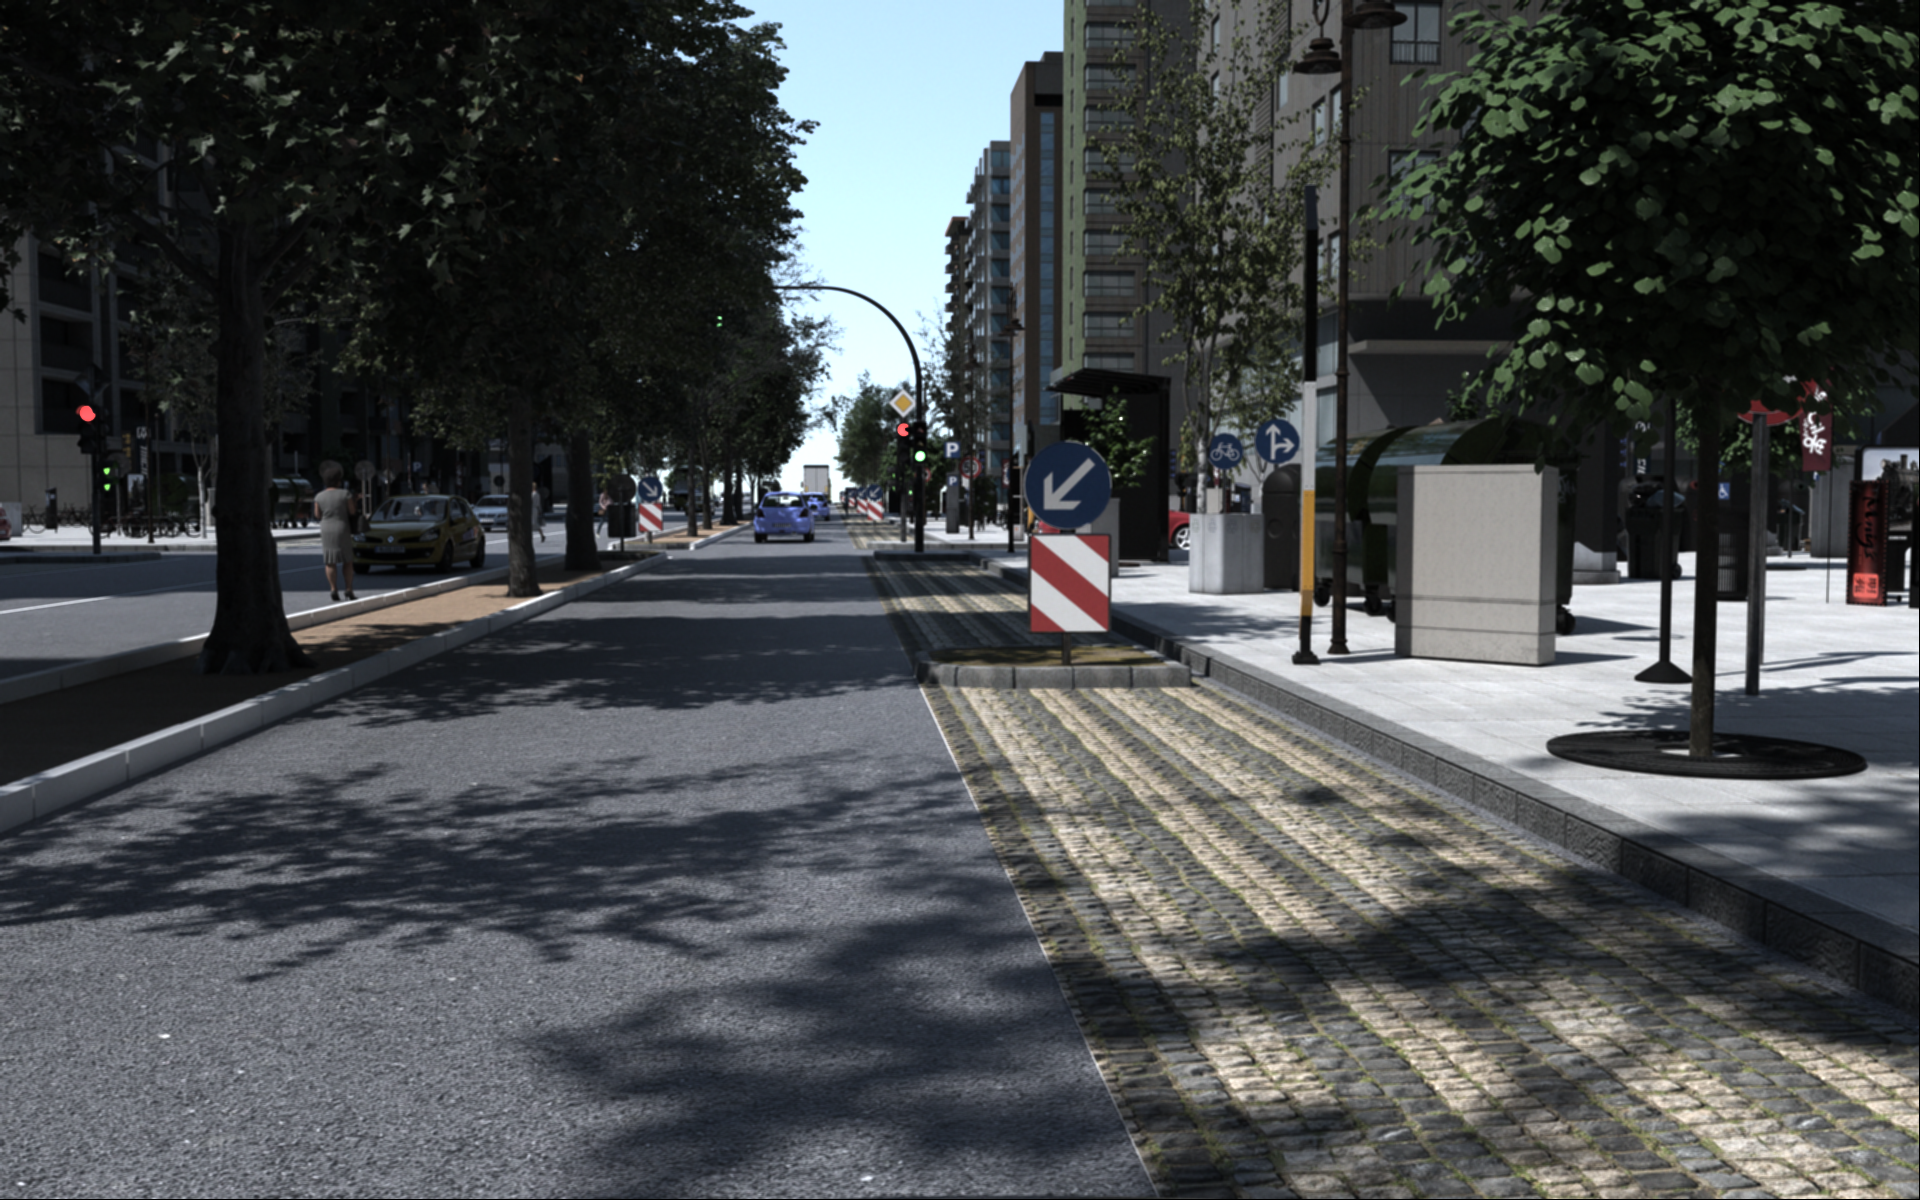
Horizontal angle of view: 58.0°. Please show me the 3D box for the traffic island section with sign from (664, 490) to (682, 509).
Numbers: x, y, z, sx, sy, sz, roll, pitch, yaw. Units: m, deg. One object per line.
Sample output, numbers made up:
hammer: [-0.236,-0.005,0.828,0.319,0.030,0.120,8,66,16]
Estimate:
traffic island section with sign: [-28.547,-9.966,171.576,1.989,1.847,2.006,0,4,-4]

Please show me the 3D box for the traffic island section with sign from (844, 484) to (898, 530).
traffic island section with sign: [-3.506,-3.674,68.704,1.989,1.847,2.006,0,4,-4]

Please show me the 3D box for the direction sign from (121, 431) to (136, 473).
direction sign: [-29.541,-4.284,62.033,0.876,3.537,0.379,0,4,0]

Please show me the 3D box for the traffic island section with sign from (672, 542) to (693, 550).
traffic island section with sign: [-8.043,-2.279,45.393,2.006,1.907,1.989,0,4,-4]

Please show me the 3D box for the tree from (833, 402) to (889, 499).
tree: [-12.277,-18.086,213.840,7.486,12.596,7.792,0,3,0]

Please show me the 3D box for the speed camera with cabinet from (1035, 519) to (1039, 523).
speed camera with cabinet: [3.984,-4.994,75.982,0.660,3.252,2.038,-3,5,-40]

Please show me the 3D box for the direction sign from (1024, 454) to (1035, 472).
direction sign: [3.933,-6.487,98.062,0.379,3.537,0.876,3,5,45]

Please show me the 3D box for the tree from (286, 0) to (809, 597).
tree: [-5.945,-6.283,23.320,7.486,12.596,7.792,0,3,0]

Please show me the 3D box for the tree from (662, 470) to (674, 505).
tree: [-33.905,-13.695,207.624,4.285,4.588,4.351,0,3,0]

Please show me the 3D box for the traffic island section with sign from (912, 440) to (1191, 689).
traffic island section with sign: [0.639,-0.304,13.601,1.989,1.847,2.006,0,4,-4]

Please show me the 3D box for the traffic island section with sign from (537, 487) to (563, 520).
traffic island section with sign: [-22.773,-5.260,94.636,1.989,1.847,2.006,0,4,-4]

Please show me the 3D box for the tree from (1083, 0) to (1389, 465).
tree: [3.638,-4.527,24.386,4.737,8.622,4.395,0,3,0]

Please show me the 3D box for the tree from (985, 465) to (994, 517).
tree: [1.183,-6.286,97.377,1.663,3.219,1.824,0,3,0]

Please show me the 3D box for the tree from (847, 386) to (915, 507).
tree: [-7.291,-14.706,166.200,9.928,11.665,9.643,0,3,0]

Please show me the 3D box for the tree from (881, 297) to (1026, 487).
tree: [0.017,-6.984,64.544,4.360,8.622,3.978,0,3,0]

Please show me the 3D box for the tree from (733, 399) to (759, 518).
tree: [-11.625,-8.188,86.695,4.737,8.622,4.395,0,3,0]

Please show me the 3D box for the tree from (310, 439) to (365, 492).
tree: [-36.666,-7.271,102.590,4.285,4.588,4.351,0,3,0]

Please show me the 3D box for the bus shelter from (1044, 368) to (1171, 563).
bus shelter: [2.932,-2.696,35.365,1.731,3.624,6.357,0,4,-4]

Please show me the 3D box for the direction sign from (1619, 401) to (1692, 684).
direction sign: [4.831,-1.210,11.775,0.379,3.537,0.876,3,5,43]

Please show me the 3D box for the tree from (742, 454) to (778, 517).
tree: [-12.829,-9.423,106.887,4.360,8.622,3.978,0,3,0]

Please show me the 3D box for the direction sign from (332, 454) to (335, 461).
direction sign: [-35.722,-6.536,98.857,0.379,3.537,0.876,-2,4,-27]

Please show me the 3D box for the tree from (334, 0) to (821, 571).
tree: [-7.061,-7.514,31.973,9.857,13.997,8.962,0,3,0]

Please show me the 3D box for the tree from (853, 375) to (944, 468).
tree: [-4.903,-12.272,135.054,7.601,10.594,8.767,1,4,15]

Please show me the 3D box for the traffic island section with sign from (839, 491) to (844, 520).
traffic island section with sign: [-5.521,-5.325,95.688,1.989,1.847,2.006,0,4,-4]

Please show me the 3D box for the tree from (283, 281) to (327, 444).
tree: [-22.586,-6.446,55.752,4.360,8.622,3.978,0,3,0]

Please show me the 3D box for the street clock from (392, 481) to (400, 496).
street clock: [-32.188,-5.766,98.847,0.471,2.002,0.358,3,5,40]

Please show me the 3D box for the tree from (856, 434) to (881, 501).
tree: [-8.432,-13.836,176.574,4.360,8.622,3.978,0,3,0]

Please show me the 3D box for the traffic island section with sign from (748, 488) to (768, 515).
traffic island section with sign: [-13.681,-6.861,120.321,2.006,1.907,1.989,0,4,-4]

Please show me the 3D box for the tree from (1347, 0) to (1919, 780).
tree: [3.564,-1.509,8.394,4.285,4.588,4.351,0,3,0]

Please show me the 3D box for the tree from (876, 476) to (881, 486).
tree: [-6.757,-9.884,156.199,1.663,3.219,1.824,0,3,0]

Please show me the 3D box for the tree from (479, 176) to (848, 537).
tree: [-8.934,-8.833,57.245,12.009,13.543,11.850,0,3,0]

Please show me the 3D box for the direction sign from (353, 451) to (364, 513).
direction sign: [-31.336,-6.017,90.370,0.876,3.537,0.379,2,4,35]

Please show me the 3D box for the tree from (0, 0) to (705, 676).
tree: [-5.767,-5.756,13.583,9.611,12.733,9.660,0,3,0]

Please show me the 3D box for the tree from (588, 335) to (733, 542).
tree: [-8.811,-5.848,48.438,4.737,8.622,4.395,0,3,0]

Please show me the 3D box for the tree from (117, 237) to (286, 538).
tree: [-21.828,-6.075,49.681,4.360,8.622,3.978,0,3,0]

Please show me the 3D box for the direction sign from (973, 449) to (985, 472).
direction sign: [0.848,-5.815,87.074,0.876,3.537,0.379,2,4,23]

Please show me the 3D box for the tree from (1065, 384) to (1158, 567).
tree: [2.776,-2.201,30.592,1.663,3.219,1.824,0,3,0]

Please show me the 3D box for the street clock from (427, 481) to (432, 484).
street clock: [-29.394,-5.566,95.581,0.358,2.002,0.471,2,4,34]

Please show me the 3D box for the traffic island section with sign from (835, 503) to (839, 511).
traffic island section with sign: [-9.201,-8.313,144.552,1.989,1.847,2.006,0,4,-4]

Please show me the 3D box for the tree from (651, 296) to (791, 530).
tree: [-10.213,-8.609,68.964,9.928,11.665,9.643,0,3,0]

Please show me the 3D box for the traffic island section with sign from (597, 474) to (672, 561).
traffic island section with sign: [-7.498,-1.827,38.006,2.006,1.907,1.989,0,4,-4]

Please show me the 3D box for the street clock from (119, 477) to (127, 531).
street clock: [-29.062,-3.405,60.241,0.471,2.002,0.358,-2,4,-34]

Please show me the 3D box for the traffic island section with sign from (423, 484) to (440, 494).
traffic island section with sign: [-20.753,-3.616,67.756,1.989,1.847,2.006,0,4,-4]

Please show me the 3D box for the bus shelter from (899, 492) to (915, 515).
bus shelter: [-3.104,-6.985,105.492,1.731,3.624,6.357,0,4,-4]

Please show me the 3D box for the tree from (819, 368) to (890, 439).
tree: [-15.428,-24.942,263.687,12.611,20.169,13.585,0,3,0]

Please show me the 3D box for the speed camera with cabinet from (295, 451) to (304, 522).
speed camera with cabinet: [-30.865,-5.264,80.399,0.660,3.252,2.038,-1,4,-11]

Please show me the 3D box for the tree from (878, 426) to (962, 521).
tree: [-1.167,-6.090,83.291,4.285,4.588,4.351,0,3,0]

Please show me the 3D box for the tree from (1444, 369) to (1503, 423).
tree: [7.874,-1.991,27.149,1.663,3.219,1.824,0,3,0]

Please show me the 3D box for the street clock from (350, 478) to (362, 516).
street clock: [-26.700,-4.406,76.604,0.471,2.002,0.358,1,4,22]

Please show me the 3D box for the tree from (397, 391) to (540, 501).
tree: [-24.153,-9.230,85.324,7.601,10.594,8.767,0,4,-6]

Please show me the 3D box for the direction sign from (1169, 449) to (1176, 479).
direction sign: [10.527,-5.850,87.651,0.876,3.537,0.379,3,4,37]

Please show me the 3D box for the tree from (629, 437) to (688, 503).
tree: [-31.253,-15.012,179.864,8.767,10.594,7.601,-1,4,-14]

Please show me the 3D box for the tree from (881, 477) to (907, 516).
tree: [-3.354,-6.514,101.111,1.663,3.219,1.824,0,3,0]
